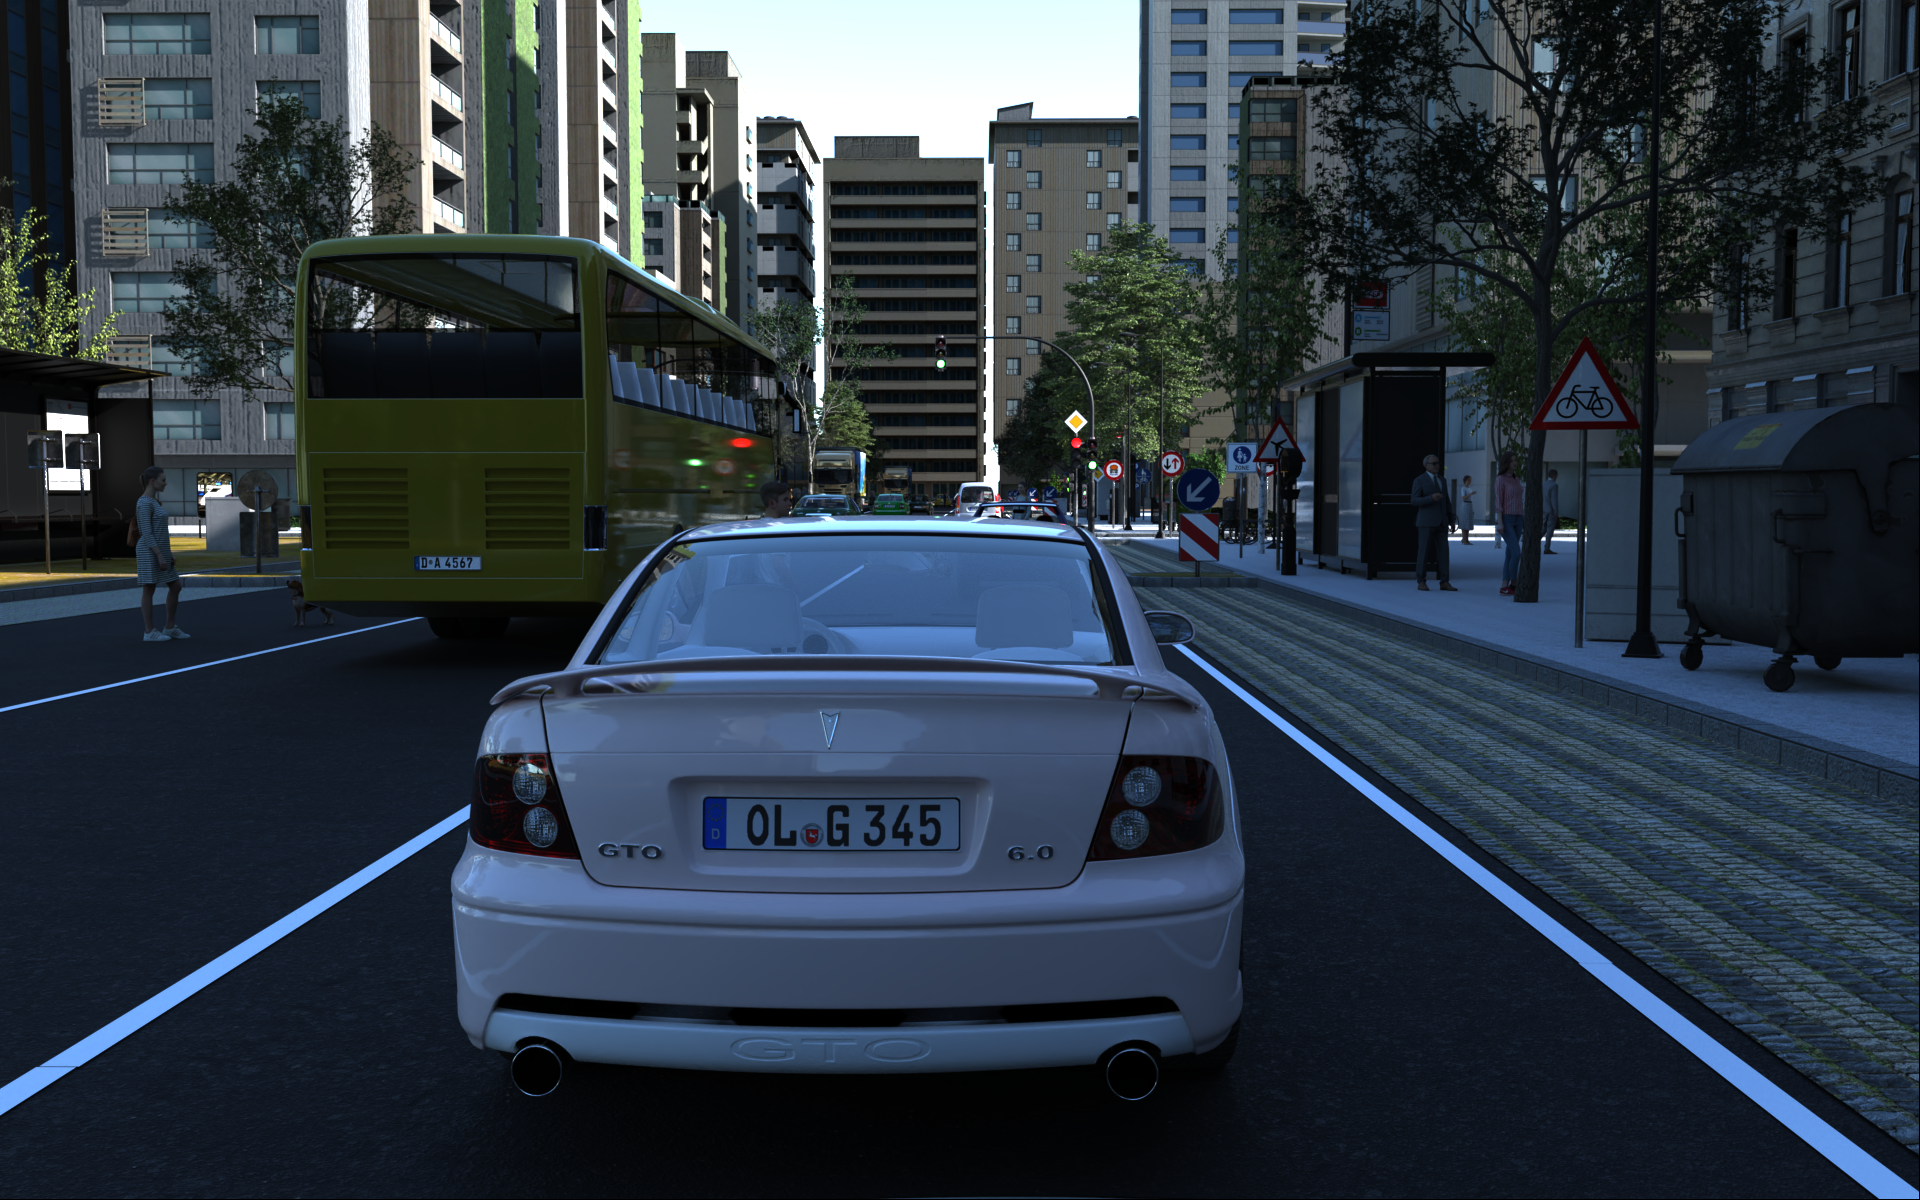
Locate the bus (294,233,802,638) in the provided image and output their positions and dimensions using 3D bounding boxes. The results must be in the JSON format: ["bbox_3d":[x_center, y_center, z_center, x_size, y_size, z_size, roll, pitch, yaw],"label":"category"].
[{"bbox_3d":[-3.985,-1.744,20.067,2.896,3.916,12.252,0,4,2],"label":"bus"}]

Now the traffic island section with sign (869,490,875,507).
[{"bbox_3d":[-9.462,-10.985,188.232,1.989,1.847,2.006,0,4,1],"label":"traffic island section with sign"}]

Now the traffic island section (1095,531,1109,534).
[{"bbox_3d":[3.895,-2.188,58.050,2.009,0.180,2.903,0,4,1],"label":"traffic island section"}]

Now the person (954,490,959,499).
[{"bbox_3d":[-0.054,-8.227,143.095,1.350,1.814,0.705,-3,5,-41],"label":"person"}]

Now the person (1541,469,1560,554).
[{"bbox_3d":[12.583,-1.883,36.946,0.853,1.813,0.709,-1,4,-20],"label":"person"}]

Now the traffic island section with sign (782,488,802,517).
[{"bbox_3d":[-10.339,-6.188,109.801,1.989,1.847,2.006,0,4,1],"label":"traffic island section with sign"}]

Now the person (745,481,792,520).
[{"bbox_3d":[-1.239,0.000,11.093,0.503,1.515,0.523,2,4,24],"label":"person"}]

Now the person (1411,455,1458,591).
[{"bbox_3d":[6.313,-1.023,22.949,0.661,1.801,0.590,-1,4,-23],"label":"person"}]

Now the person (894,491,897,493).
[{"bbox_3d":[-5.703,-8.791,152.901,0.621,1.740,0.551,-2,4,-31],"label":"person"}]

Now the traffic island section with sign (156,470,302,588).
[{"bbox_3d":[-11.269,-1.143,27.313,1.989,1.847,2.006,0,4,1],"label":"traffic island section with sign"}]

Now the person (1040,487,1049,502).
[{"bbox_3d":[4.382,-4.909,89.113,0.623,1.781,0.721,3,4,37],"label":"person"}]

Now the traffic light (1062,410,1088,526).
[{"bbox_3d":[3.855,-4.221,57.936,0.839,4.253,0.868,0,4,1],"label":"traffic light"}]

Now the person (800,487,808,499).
[{"bbox_3d":[-8.238,-5.017,90.710,0.590,1.801,0.661,3,5,40],"label":"person"}]

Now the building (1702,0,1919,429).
[{"bbox_3d":[21.297,-11.026,29.429,9.793,20.994,18.267,0,4,1],"label":"building"}]

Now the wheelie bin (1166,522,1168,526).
[{"bbox_3d":[8.589,-3.791,69.886,0.693,1.594,0.980,0,4,-1],"label":"wheelie bin"}]

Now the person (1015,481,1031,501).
[{"bbox_3d":[1.327,-1.671,36.819,0.512,1.701,0.522,3,4,36],"label":"person"}]

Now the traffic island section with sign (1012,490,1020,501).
[{"bbox_3d":[4.473,-6.181,109.685,1.989,1.847,2.006,0,4,1],"label":"traffic island section with sign"}]

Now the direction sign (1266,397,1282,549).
[{"bbox_3d":[7.378,-2.972,40.586,0.379,3.537,0.876,1,4,23],"label":"direction sign"}]

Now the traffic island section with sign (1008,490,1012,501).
[{"bbox_3d":[5.045,-9.246,159.798,1.989,1.847,2.006,0,4,1],"label":"traffic island section with sign"}]

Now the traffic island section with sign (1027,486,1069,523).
[{"bbox_3d":[4.174,-4.527,82.647,1.989,1.847,2.006,0,4,1],"label":"traffic island section with sign"}]

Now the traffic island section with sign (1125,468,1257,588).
[{"bbox_3d":[3.558,-1.143,27.309,1.989,1.847,2.006,0,4,1],"label":"traffic island section with sign"}]

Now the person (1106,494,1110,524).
[{"bbox_3d":[6.517,-3.966,75.160,0.425,1.301,0.394,3,4,37],"label":"person"}]

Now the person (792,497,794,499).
[{"bbox_3d":[-14.590,-8.866,154.185,0.799,1.438,0.628,0,4,6],"label":"person"}]

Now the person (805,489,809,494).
[{"bbox_3d":[-9.460,-6.007,107.200,0.782,1.767,0.515,-1,4,-19],"label":"person"}]

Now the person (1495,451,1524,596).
[{"bbox_3d":[6.934,-0.965,21.826,0.388,1.821,0.555,3,5,42],"label":"person"}]

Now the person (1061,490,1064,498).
[{"bbox_3d":[9.628,-9.453,161.398,0.445,1.727,0.742,-1,4,-18],"label":"person"}]

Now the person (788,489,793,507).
[{"bbox_3d":[-16.083,-9.723,165.108,1.348,1.812,0.705,1,4,17],"label":"person"}]

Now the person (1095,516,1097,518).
[{"bbox_3d":[7.225,-5.292,92.843,0.678,1.792,0.850,-2,4,-28],"label":"person"}]

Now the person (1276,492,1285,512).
[{"bbox_3d":[15.857,-4.829,85.561,0.480,1.755,0.524,0,4,3],"label":"person"}]

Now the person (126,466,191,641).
[{"bbox_3d":[-7.854,-0.452,16.898,0.522,1.701,0.512,-1,4,-12],"label":"person"}]

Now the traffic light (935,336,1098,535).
[{"bbox_3d":[1.673,-4.597,49.834,4.771,5.953,1.251,0,4,1],"label":"traffic light"}]

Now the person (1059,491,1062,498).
[{"bbox_3d":[11.123,-11.143,188.953,0.721,1.736,1.217,-1,4,-15],"label":"person"}]

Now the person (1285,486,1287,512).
[{"bbox_3d":[18.357,-5.566,97.391,0.374,1.781,0.599,-1,4,-11],"label":"person"}]

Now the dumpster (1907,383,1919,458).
[{"bbox_3d":[8.036,-0.693,13.823,1.502,2.255,1.985,0,4,1],"label":"dumpster"}]

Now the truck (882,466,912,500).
[{"bbox_3d":[-6.235,-11.332,174.183,2.839,4.237,11.283,0,4,0],"label":"truck"}]

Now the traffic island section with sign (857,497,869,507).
[{"bbox_3d":[-9.766,-9.321,161.030,1.989,1.847,2.006,0,4,1],"label":"traffic island section with sign"}]

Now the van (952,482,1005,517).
[{"bbox_3d":[0.676,-3.472,63.783,2.013,2.044,4.112,0,4,2],"label":"van"}]

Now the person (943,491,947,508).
[{"bbox_3d":[-1.583,-10.558,182.045,0.530,1.710,0.541,2,4,35],"label":"person"}]

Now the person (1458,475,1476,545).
[{"bbox_3d":[12.894,-2.275,43.802,0.524,1.755,0.480,3,5,43],"label":"person"}]

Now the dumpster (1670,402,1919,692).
[{"bbox_3d":[5.826,-0.373,11.853,1.264,1.857,1.865,0,4,1],"label":"dumpster"}]

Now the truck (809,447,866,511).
[{"bbox_3d":[-7.329,-7.123,105.369,2.839,4.237,11.283,0,4,1],"label":"truck"}]

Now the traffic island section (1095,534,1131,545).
[{"bbox_3d":[3.806,-1.699,50.065,2.009,0.180,2.903,0,4,1],"label":"traffic island section"}]

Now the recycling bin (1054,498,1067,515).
[{"bbox_3d":[6.167,-5.750,106.569,0.722,1.027,0.722,0,4,-7],"label":"recycling bin"}]
